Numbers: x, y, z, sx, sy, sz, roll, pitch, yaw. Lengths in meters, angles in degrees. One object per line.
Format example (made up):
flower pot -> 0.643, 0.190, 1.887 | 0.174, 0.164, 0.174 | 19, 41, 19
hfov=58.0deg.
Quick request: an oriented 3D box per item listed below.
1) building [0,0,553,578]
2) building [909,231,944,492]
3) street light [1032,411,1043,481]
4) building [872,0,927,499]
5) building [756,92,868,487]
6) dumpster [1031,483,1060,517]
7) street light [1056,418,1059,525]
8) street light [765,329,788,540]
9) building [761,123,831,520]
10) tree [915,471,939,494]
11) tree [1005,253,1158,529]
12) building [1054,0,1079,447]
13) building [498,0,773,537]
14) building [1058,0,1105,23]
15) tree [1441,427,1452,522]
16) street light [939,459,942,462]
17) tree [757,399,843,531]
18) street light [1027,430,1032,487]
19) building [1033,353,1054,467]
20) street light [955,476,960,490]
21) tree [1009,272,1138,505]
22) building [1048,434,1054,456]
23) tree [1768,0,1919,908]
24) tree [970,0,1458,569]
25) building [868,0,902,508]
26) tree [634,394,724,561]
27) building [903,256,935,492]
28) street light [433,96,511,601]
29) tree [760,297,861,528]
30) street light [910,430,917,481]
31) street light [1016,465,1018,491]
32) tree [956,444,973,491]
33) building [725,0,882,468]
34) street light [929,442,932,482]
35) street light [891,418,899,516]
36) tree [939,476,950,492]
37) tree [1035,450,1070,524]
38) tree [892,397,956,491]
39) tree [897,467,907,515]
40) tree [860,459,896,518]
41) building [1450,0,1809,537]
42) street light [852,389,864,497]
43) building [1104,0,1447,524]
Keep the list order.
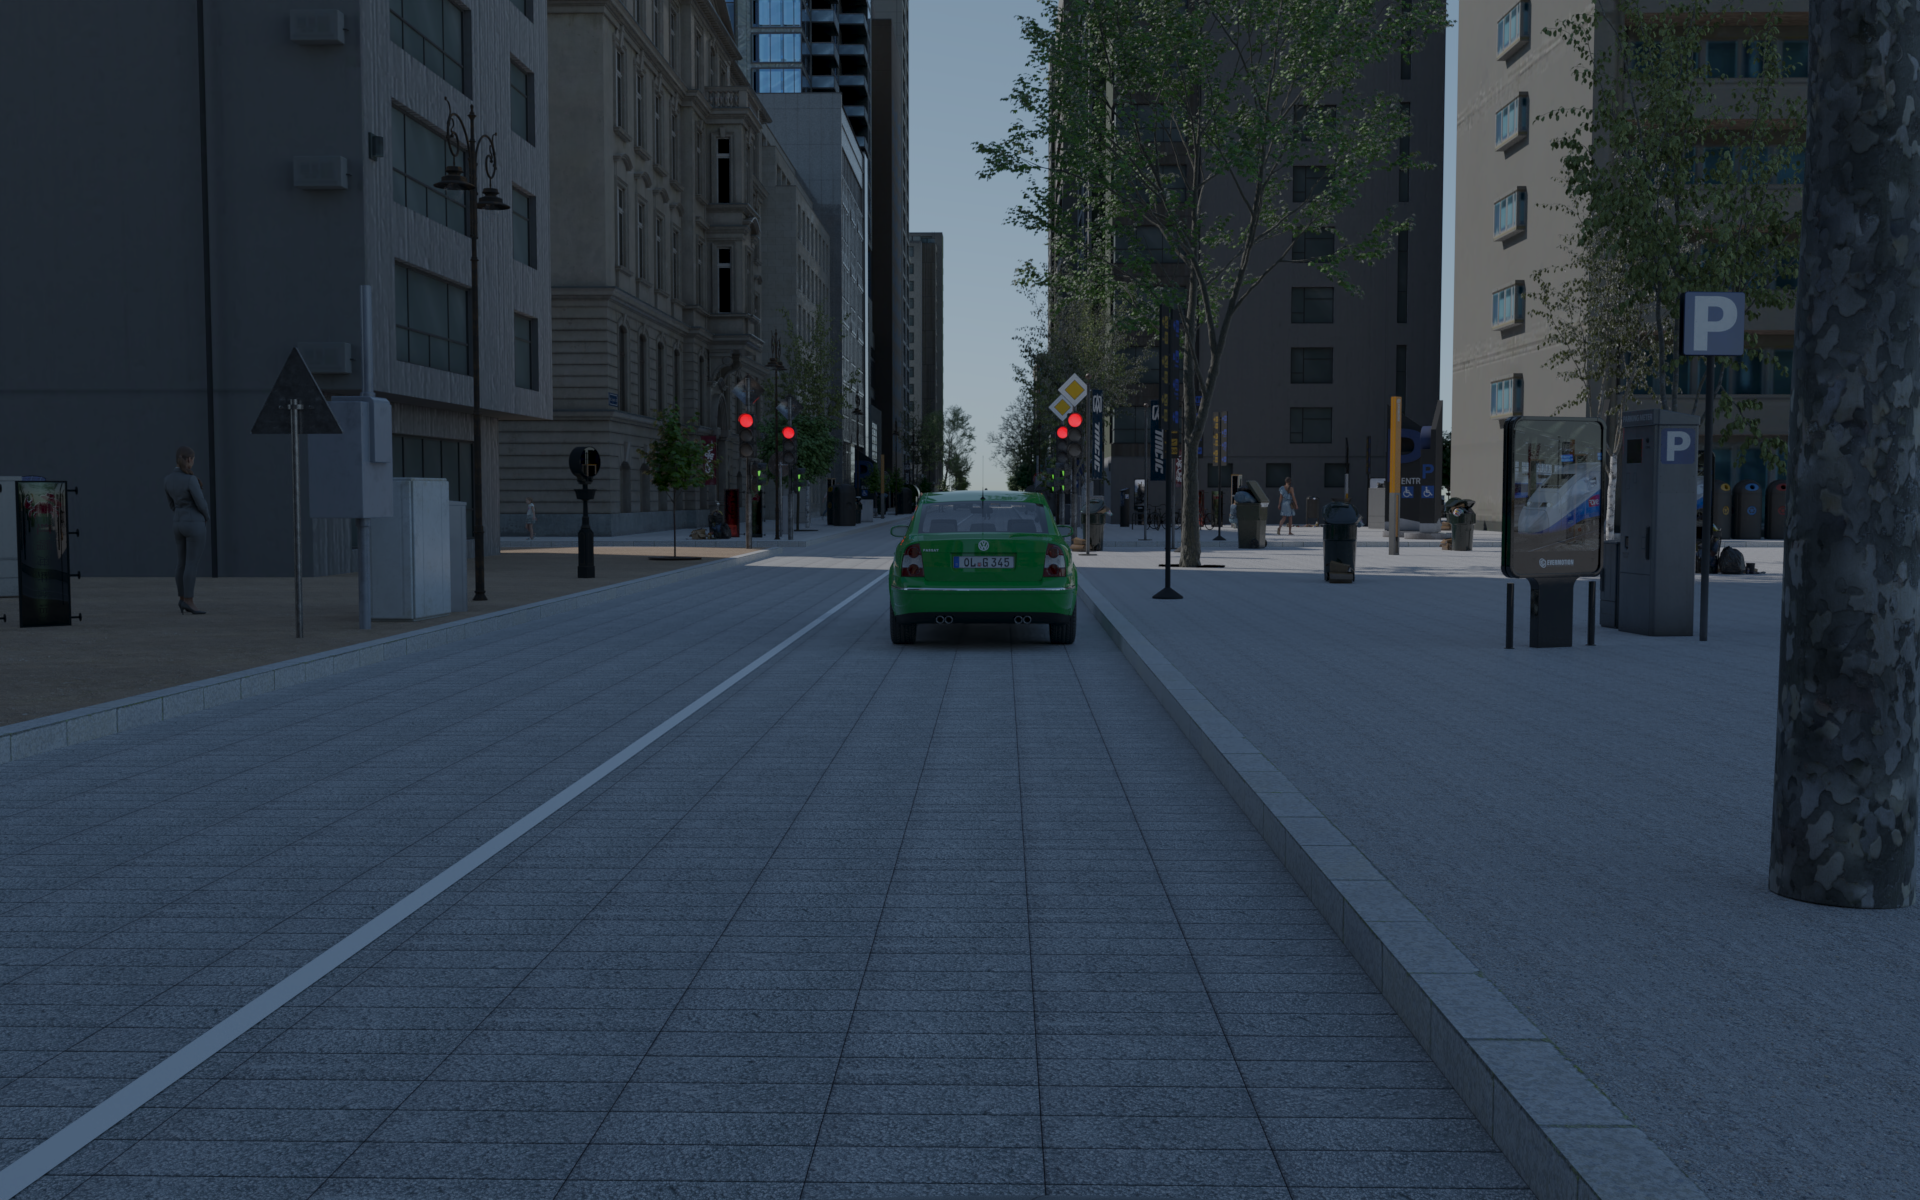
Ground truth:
building -> -15.763, -15.963, 32.693 | 14.107, 30.474, 14.160 | 0, 4, 1
building -> -9.731, -35.441, 263.056 | 14.154, 41.232, 14.086 | 0, 4, 1
street light -> 4.371, -7.478, 95.060 | 0.468, 5.910, 1.993 | 0, 4, 1
building -> -14.679, -47.811, 219.959 | 20.563, 71.187, 20.611 | 0, 4, 1
building -> -12.740, -18.002, 112.355 | 12.078, 24.808, 19.932 | 0, 4, 1
dumpster -> 3.986, -4.441, 78.374 | 1.264, 1.857, 1.865 | 0, 4, 1
street light -> 3.855, -5.826, 68.043 | 0.468, 5.910, 1.993 | 0, 4, 1
street light -> -5.151, -4.640, 48.658 | 0.468, 5.910, 1.993 | 0, 4, 1
building -> -13.062, -14.641, 94.132 | 10.420, 20.320, 16.860 | 0, 4, 1
tree -> -2.974, -9.371, 147.812 | 1.663, 3.219, 1.824 | 0, 3, 0
tree -> 3.632, -6.225, 52.133 | 4.360, 8.622, 3.978 | 0, 3, 0
building -> 19.407, -32.422, 153.805 | 21.300, 48.544, 21.600 | 0, 4, 1
building -> -15.183, -15.234, 68.154 | 14.460, 24.649, 34.723 | 0, 4, 1
building -> 22.027, -49.652, 250.065 | 20.563, 71.187, 20.611 | 0, 4, 1
tree -> 22.783, -5.858, 79.485 | 4.285, 4.588, 4.351 | 0, 3, 0
street light -> -2.070, -12.635, 179.364 | 0.468, 5.910, 1.993 | 0, 4, 1
tree -> -5.706, -4.665, 59.985 | 4.285, 4.588, 4.351 | 0, 3, 0
street light -> 5.075, -9.156, 122.482 | 0.468, 5.910, 1.993 | 0, 4, 1
building -> 23.611, -23.351, 226.828 | 27.650, 21.520, 28.899 | 0, 4, 1
street light -> -0.073, -17.710, 262.343 | 0.468, 5.910, 1.993 | 0, 4, 1
tree -> 4.058, -6.570, 57.787 | 4.737, 8.622, 4.395 | 0, 3, 0
building -> 20.757, -52.979, 178.872 | 22.319, 86.520, 31.000 | 0, 4, 1
tree -> 1.469, -9.153, 5.537 | 12.611, 20.169, 13.585 | 0, 3, 0
tree -> 4.213, -6.381, 30.080 | 9.928, 11.665, 9.643 | 0, 3, 0
building -> -12.788, -31.295, 161.788 | 14.600, 45.320, 14.200 | 0, 4, 1
tree -> -5.545, -2.387, 33.624 | 1.663, 3.219, 1.824 | 0, 3, 0
building -> -19.808, -33.788, 244.318 | 32.217, 40.220, 23.993 | 0, 4, 1
street light -> -5.789, -2.931, 20.715 | 0.468, 5.910, 1.993 | 0, 4, 1
tree -> -5.778, -7.041, 65.485 | 4.737, 8.622, 4.395 | 0, 3, 0
street light -> -3.376, -9.330, 125.336 | 0.468, 5.910, 1.993 | 0, 4, 1
street light -> 6.989, -13.864, 199.460 | 0.468, 5.910, 1.993 | 0, 4, 1
tree -> -0.230, -18.403, 251.245 | 4.360, 8.622, 3.978 | 0, 3, 0
building -> -17.160, -50.483, 138.070 | 22.319, 86.520, 31.000 | 0, 4, 1
street light -> -2.668, -10.982, 152.349 | 0.468, 5.910, 1.993 | 0, 4, 1
street light -> -3.811, -7.995, 103.505 | 0.468, 5.910, 1.993 | 0, 4, 1
tree -> -1.724, -11.920, 189.492 | 1.663, 3.219, 1.824 | 0, 3, 0
tree -> 4.041, -4.922, 75.075 | 1.663, 3.219, 1.824 | 0, 3, 0
tree -> -3.120, -11.137, 132.454 | 4.360, 8.622, 3.978 | 0, 3, 0
tree -> -4.032, -6.961, 108.411 | 1.663, 3.219, 1.824 | 0, 3, 0
tree -> -4.535, -6.074, 93.912 | 1.663, 3.219, 1.824 | 0, 3, 0
building -> 28.866, -26.639, 59.249 | 21.600, 48.544, 21.300 | 0, 4, 1
street light -> -4.514, -6.343, 76.492 | 0.468, 5.910, 1.993 | 0, 4, 1
building -> 13.588, -18.821, 79.417 | 14.160, 30.474, 14.107 | 0, 4, 1
